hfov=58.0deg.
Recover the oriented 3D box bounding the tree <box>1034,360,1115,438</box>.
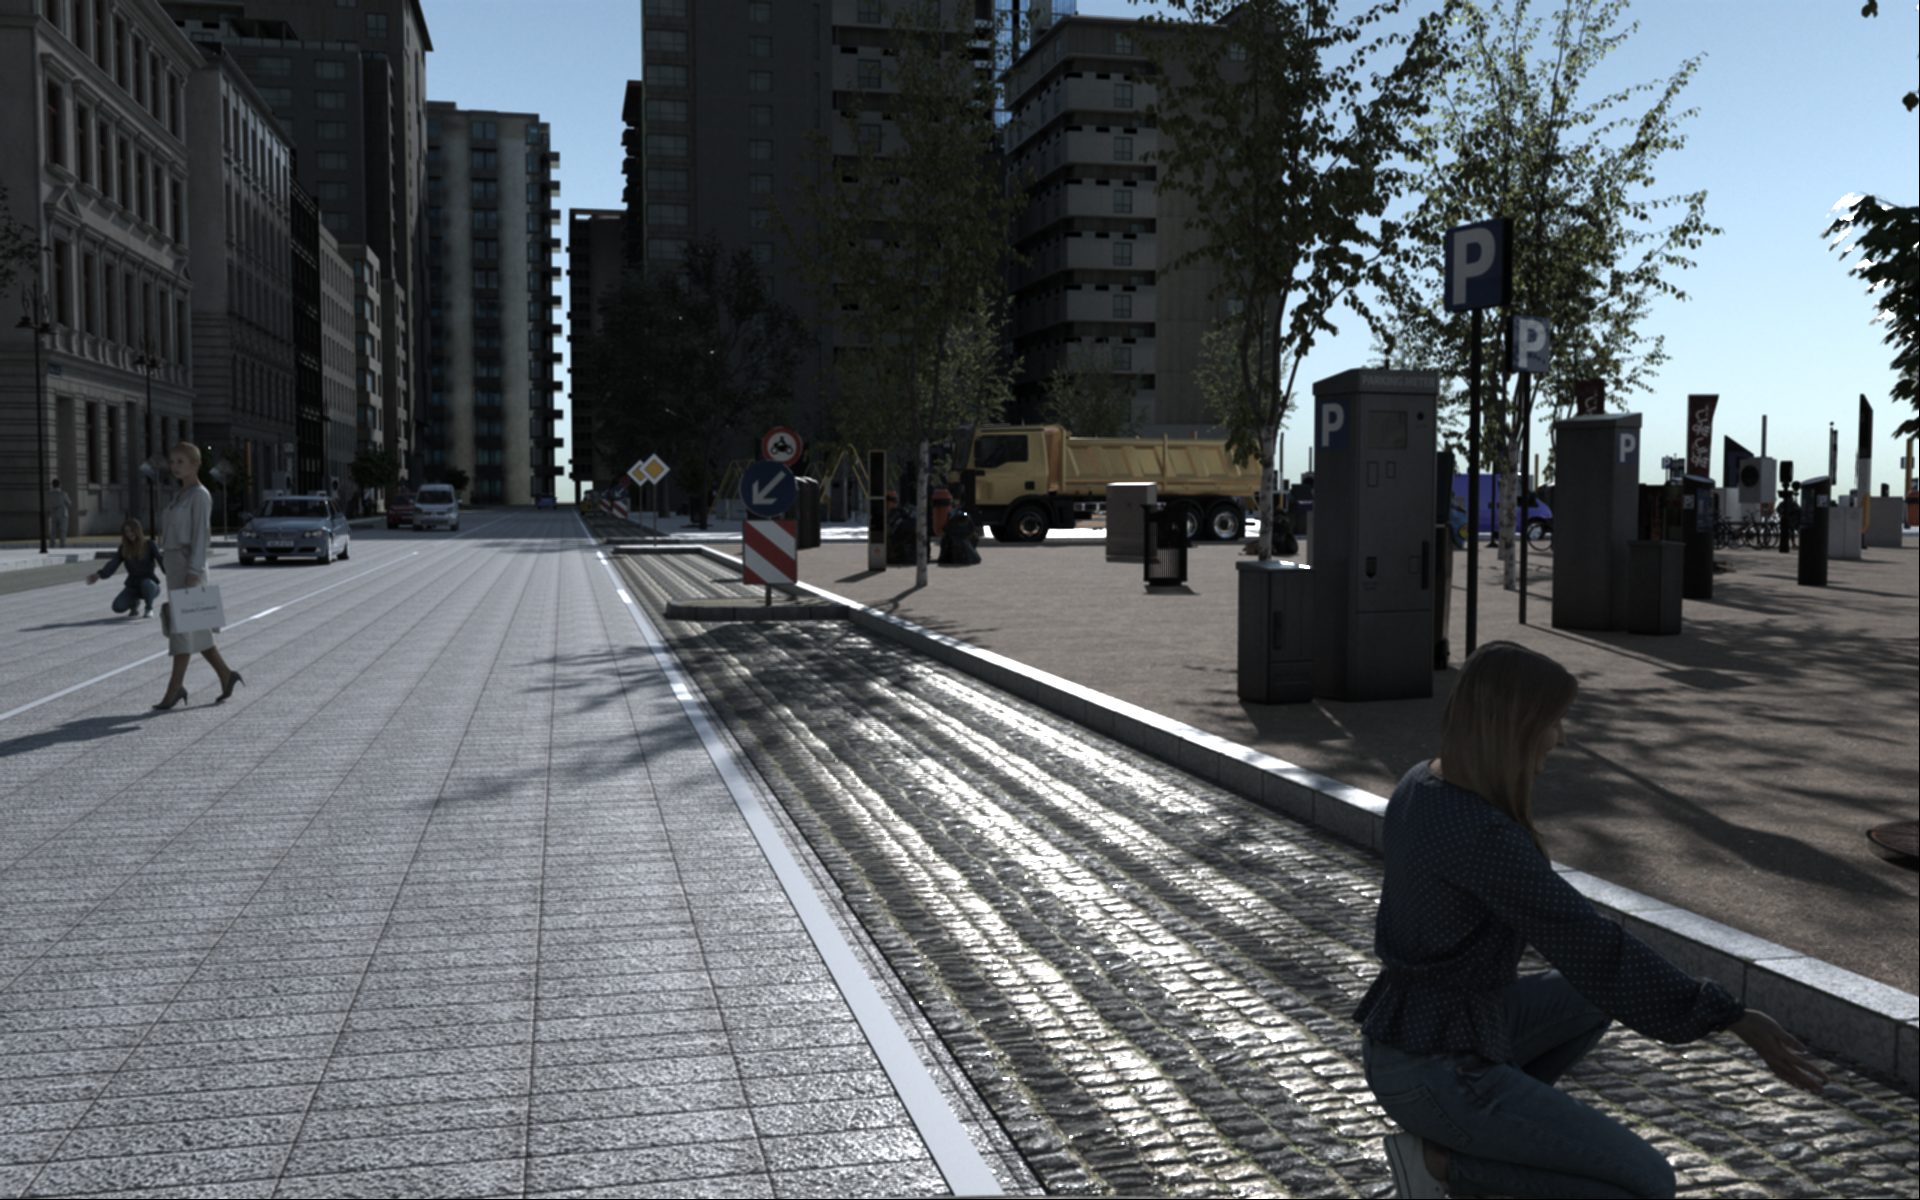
[{"bbox_3d":[6.222,-8.890,95.710,4.360,8.622,3.978,0,3,0],"label":"tree"}]

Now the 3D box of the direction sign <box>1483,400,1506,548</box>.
[{"bbox_3d":[12.803,-3.029,41.529,0.876,3.537,0.379,-3,5,-39],"label":"direction sign"}]

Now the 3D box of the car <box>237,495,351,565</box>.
[{"bbox_3d":[-13.965,-1.499,36.503,2.014,1.417,4.499,-1,4,-12],"label":"car"}]

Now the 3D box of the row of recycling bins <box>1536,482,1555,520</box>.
[{"bbox_3d":[19.909,-3.095,57.711,1.069,1.692,3.534,1,4,10],"label":"row of recycling bins"}]

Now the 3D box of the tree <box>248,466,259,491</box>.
[{"bbox_3d":[-25.427,-4.045,60.736,1.663,3.219,1.824,0,3,0],"label":"tree"}]

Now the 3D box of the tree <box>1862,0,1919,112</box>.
[{"bbox_3d":[6.532,-3.644,9.936,4.737,8.622,4.395,0,3,0],"label":"tree"}]

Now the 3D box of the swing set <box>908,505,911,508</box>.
[{"bbox_3d":[-3.980,-5.795,92.362,2.862,2.851,3.119,-1,4,-10],"label":"swing set"}]

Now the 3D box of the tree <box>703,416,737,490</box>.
[{"bbox_3d":[-16.725,-10.060,114.839,4.360,8.622,3.978,0,3,0],"label":"tree"}]

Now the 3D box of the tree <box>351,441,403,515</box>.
[{"bbox_3d":[-35.902,-7.502,106.373,4.285,4.588,4.351,0,3,0],"label":"tree"}]

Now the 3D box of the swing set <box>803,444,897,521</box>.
[{"bbox_3d":[-3.700,-3.552,55.690,2.862,2.851,3.119,-1,4,-9],"label":"swing set"}]

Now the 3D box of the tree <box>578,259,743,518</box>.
[{"bbox_3d":[-16.066,-11.444,93.770,9.857,13.997,8.962,0,3,0],"label":"tree"}]

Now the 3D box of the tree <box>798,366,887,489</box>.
[{"bbox_3d":[-7.045,-9.058,98.468,4.360,8.622,3.978,0,3,0],"label":"tree"}]

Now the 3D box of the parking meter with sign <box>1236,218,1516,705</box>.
[{"bbox_3d":[2.586,-0.895,10.888,1.738,3.016,0.543,-2,4,-25],"label":"parking meter with sign"}]

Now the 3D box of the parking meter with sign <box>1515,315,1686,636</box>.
[{"bbox_3d":[6.013,-1.230,16.373,0.543,3.016,1.738,-2,4,-32],"label":"parking meter with sign"}]

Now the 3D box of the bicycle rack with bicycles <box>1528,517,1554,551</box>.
[{"bbox_3d":[14.678,-1.573,39.095,2.925,0.926,2.852,3,5,41],"label":"bicycle rack with bicycles"}]

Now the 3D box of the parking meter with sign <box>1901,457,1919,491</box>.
[{"bbox_3d":[44.316,-5.163,80.676,0.543,3.016,1.738,1,4,15],"label":"parking meter with sign"}]

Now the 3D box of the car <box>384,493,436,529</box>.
[{"bbox_3d":[-22.918,-3.877,72.423,2.155,1.783,4.494,-1,4,-14],"label":"car"}]

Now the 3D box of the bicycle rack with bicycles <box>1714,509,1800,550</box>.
[{"bbox_3d":[18.602,-1.682,40.880,2.925,0.926,2.852,0,4,1],"label":"bicycle rack with bicycles"}]

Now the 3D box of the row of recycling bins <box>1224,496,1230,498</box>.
[{"bbox_3d":[19.793,-7.383,127.824,1.069,1.692,3.534,1,4,22],"label":"row of recycling bins"}]

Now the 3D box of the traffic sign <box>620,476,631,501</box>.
[{"bbox_3d":[-23.466,-7.421,121.447,0.768,2.556,0.104,0,4,-7],"label":"traffic sign"}]

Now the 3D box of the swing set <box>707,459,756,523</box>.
[{"bbox_3d":[-9.944,-4.989,79.194,2.862,2.851,3.119,-2,4,-24],"label":"swing set"}]

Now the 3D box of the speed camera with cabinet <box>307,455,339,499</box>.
[{"bbox_3d":[-32.345,-5.726,87.961,0.660,3.252,2.038,1,4,11],"label":"speed camera with cabinet"}]

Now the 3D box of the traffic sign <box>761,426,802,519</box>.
[{"bbox_3d":[-3.363,-1.997,32.753,0.768,2.556,0.104,0,4,-5],"label":"traffic sign"}]

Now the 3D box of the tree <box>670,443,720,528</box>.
[{"bbox_3d":[-10.288,-4.544,68.899,1.663,3.219,1.824,0,3,0],"label":"tree"}]

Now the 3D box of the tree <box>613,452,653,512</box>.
[{"bbox_3d":[-23.597,-8.679,125.609,4.285,4.588,4.351,0,3,0],"label":"tree"}]

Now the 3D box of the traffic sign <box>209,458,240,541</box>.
[{"bbox_3d":[-20.206,-2.689,47.611,0.795,2.450,0.064,-1,4,-13],"label":"traffic sign"}]

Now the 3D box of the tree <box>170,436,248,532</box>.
[{"bbox_3d":[-25.404,-3.895,58.286,1.663,3.219,1.824,0,3,0],"label":"tree"}]

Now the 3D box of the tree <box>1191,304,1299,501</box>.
[{"bbox_3d":[11.050,-7.202,68.111,4.360,8.622,3.978,0,3,0],"label":"tree"}]

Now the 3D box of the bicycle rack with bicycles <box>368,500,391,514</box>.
[{"bbox_3d":[-38.059,-6.141,113.780,2.852,0.926,2.925,-1,4,-17],"label":"bicycle rack with bicycles"}]

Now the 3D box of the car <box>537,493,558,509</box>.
[{"bbox_3d":[-39.101,-9.445,164.018,1.945,1.707,3.694,-1,4,-14],"label":"car"}]

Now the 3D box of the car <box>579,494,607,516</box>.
[{"bbox_3d":[-24.626,-6.499,116.488,2.015,1.641,3.980,-1,4,-11],"label":"car"}]

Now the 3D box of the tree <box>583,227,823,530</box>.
[{"bbox_3d":[-9.173,-7.766,61.380,8.767,10.594,7.601,0,4,-8],"label":"tree"}]

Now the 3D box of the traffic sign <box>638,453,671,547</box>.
[{"bbox_3d":[-7.460,-2.364,42.302,0.795,2.450,0.064,-1,4,-13],"label":"traffic sign"}]

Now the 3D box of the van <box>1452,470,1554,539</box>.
[{"bbox_3d":[14.945,-2.867,51.266,5.245,2.365,2.240,-1,4,-13],"label":"van"}]

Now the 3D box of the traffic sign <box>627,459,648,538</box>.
[{"bbox_3d":[-9.239,-2.841,50.087,0.795,2.450,0.064,-1,4,-13],"label":"traffic sign"}]

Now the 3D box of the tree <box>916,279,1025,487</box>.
[{"bbox_3d":[0.220,-6.702,59.936,4.360,8.622,3.978,0,3,0],"label":"tree"}]

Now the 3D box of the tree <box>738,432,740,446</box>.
[{"bbox_3d":[-11.466,-9.758,109.912,4.737,8.622,4.395,0,3,0],"label":"tree"}]

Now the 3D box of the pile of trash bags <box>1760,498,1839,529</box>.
[{"bbox_3d":[30.726,-3.294,63.617,1.912,1.369,3.447,-1,4,-20],"label":"pile of trash bags"}]

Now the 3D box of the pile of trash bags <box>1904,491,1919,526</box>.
[{"bbox_3d":[26.052,-2.175,45.319,3.447,1.369,1.912,-1,4,-23],"label":"pile of trash bags"}]

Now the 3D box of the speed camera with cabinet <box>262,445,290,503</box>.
[{"bbox_3d":[-27.089,-4.545,68.639,0.660,3.252,2.038,0,4,-6],"label":"speed camera with cabinet"}]

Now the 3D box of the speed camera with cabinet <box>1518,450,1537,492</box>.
[{"bbox_3d":[25.663,-5.096,77.656,0.660,3.252,2.038,-1,4,-11],"label":"speed camera with cabinet"}]

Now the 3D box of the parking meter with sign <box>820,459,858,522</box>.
[{"bbox_3d":[-5.558,-5.069,79.145,1.738,3.016,0.543,0,4,8],"label":"parking meter with sign"}]

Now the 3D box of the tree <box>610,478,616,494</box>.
[{"bbox_3d":[-36.152,-11.412,181.188,1.663,3.219,1.824,0,3,0],"label":"tree"}]

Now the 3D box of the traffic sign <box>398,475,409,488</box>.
[{"bbox_3d":[-38.666,-7.353,120.222,0.884,2.594,0.081,0,4,-8],"label":"traffic sign"}]

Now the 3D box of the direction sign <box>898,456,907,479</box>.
[{"bbox_3d":[-3.425,-6.804,103.238,0.379,3.537,0.876,3,4,37],"label":"direction sign"}]

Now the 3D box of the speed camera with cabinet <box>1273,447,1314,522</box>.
[{"bbox_3d":[13.972,-4.789,72.628,2.038,3.252,0.660,1,4,18],"label":"speed camera with cabinet"}]

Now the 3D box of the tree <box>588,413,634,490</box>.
[{"bbox_3d":[-29.008,-11.969,146.049,4.360,8.622,3.978,0,3,0],"label":"tree"}]

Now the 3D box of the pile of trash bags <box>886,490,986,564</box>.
[{"bbox_3d":[-0.480,-1.436,33.233,1.912,1.369,3.447,0,4,4],"label":"pile of trash bags"}]

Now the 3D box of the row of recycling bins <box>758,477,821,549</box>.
[{"bbox_3d":[-4.052,-2.070,40.955,1.069,1.692,3.534,0,4,7],"label":"row of recycling bins"}]

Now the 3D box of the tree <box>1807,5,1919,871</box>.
[{"bbox_3d":[3.876,-0.691,5.901,1.663,3.219,1.824,0,3,0],"label":"tree"}]

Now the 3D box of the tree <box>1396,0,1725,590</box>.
[{"bbox_3d":[7.619,-4.450,23.115,4.360,8.622,3.978,0,3,0],"label":"tree"}]

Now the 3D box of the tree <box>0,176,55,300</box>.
[{"bbox_3d":[-17.429,-5.560,25.322,8.767,10.594,7.601,1,4,17],"label":"tree"}]

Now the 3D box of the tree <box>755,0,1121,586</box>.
[{"bbox_3d":[-0.628,-4.521,24.274,4.737,8.622,4.395,0,3,0],"label":"tree"}]

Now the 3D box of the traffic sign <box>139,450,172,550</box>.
[{"bbox_3d":[-18.427,-2.213,39.826,0.795,2.450,0.064,-1,4,-13],"label":"traffic sign"}]

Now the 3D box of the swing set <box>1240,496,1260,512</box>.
[{"bbox_3d":[13.646,-5.257,83.568,2.862,2.851,3.119,0,4,-3],"label":"swing set"}]

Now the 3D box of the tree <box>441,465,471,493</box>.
[{"bbox_3d":[-57.075,-12.980,195.937,4.285,4.588,4.351,0,3,0],"label":"tree"}]

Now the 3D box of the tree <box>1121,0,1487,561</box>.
[{"bbox_3d":[3.592,-4.197,18.976,4.737,8.622,4.395,0,3,0],"label":"tree"}]

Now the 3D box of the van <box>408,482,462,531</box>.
[{"bbox_3d":[-20.543,-3.724,67.898,2.013,2.044,4.112,-1,4,-15],"label":"van"}]
